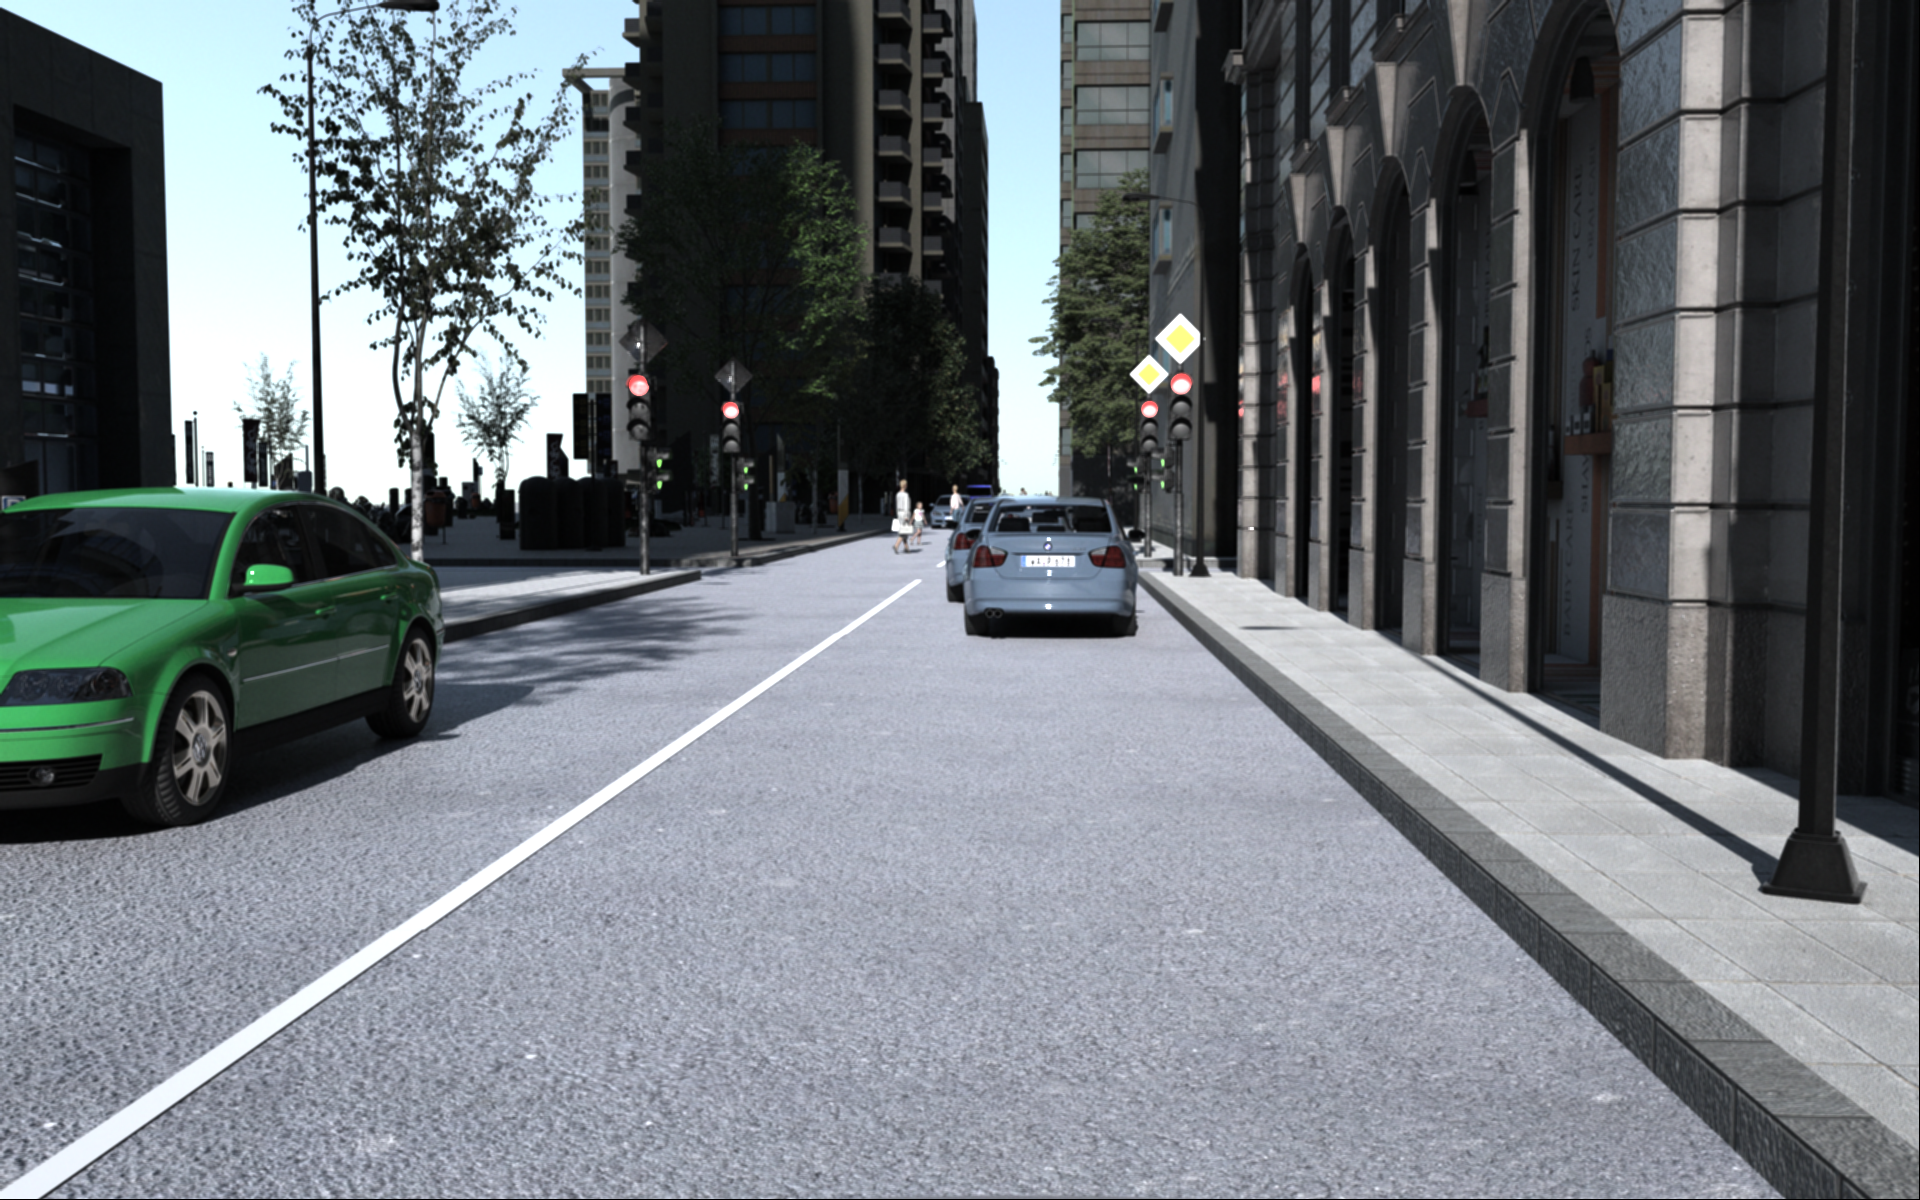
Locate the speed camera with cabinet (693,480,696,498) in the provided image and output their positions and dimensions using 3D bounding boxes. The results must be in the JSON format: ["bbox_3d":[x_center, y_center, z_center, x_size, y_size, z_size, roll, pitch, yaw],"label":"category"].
[{"bbox_3d":[-17.612,-7.135,110.991,2.038,3.252,0.660,0,4,-8],"label":"speed camera with cabinet"}]

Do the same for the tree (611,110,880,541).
[{"bbox_3d":[-5.834,-7.462,47.766,9.928,11.665,9.643,0,3,0],"label":"tree"}]

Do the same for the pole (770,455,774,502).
[{"bbox_3d":[-9.936,-5.970,91.447,0.158,3.312,0.155,0,3,0],"label":"pole"}]

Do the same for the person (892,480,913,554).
[{"bbox_3d":[-1.406,-2.006,41.658,0.624,1.780,0.694,-1,4,-23],"label":"person"}]

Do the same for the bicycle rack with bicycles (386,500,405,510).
[{"bbox_3d":[-32.052,-5.449,102.473,2.925,0.926,2.852,1,4,16],"label":"bicycle rack with bicycles"}]

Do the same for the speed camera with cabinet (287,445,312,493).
[{"bbox_3d":[-26.743,-4.631,70.055,0.660,3.252,2.038,-2,4,-33],"label":"speed camera with cabinet"}]

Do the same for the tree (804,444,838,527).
[{"bbox_3d":[-5.227,-4.429,67.021,1.663,3.219,1.824,0,3,0],"label":"tree"}]

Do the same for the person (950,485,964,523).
[{"bbox_3d":[0.012,-3.013,58.437,0.598,1.740,0.731,1,4,18],"label":"person"}]

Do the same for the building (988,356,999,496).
[{"bbox_3d":[-8.973,-23.685,232.295,27.650,21.520,28.899,0,4,3],"label":"building"}]

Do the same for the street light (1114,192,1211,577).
[{"bbox_3d":[3.193,-3.319,26.807,1.470,5.913,1.316,0,4,3],"label":"street light"}]

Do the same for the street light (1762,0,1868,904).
[{"bbox_3d":[2.221,-2.013,5.449,1.470,5.913,1.316,0,4,3],"label":"street light"}]

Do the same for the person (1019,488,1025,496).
[{"bbox_3d":[3.671,-5.778,103.236,0.850,1.792,0.678,1,4,10],"label":"person"}]

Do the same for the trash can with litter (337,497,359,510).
[{"bbox_3d":[-17.787,-2.410,50.458,1.678,1.210,2.233,0,4,-4],"label":"trash can with litter"}]

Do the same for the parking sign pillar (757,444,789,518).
[{"bbox_3d":[-10.232,-6.359,92.449,1.447,3.967,1.447,1,4,19],"label":"parking sign pillar"}]

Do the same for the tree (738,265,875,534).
[{"bbox_3d":[-4.872,-6.409,55.143,4.737,8.622,4.395,0,3,0],"label":"tree"}]

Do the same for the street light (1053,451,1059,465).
[{"bbox_3d":[11.061,-13.060,186.074,1.470,5.913,1.316,0,4,3],"label":"street light"}]

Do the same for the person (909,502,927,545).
[{"bbox_3d":[-1.165,-2.160,48.824,0.505,1.210,0.382,-3,5,-44],"label":"person"}]

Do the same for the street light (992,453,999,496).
[{"bbox_3d":[3.316,-13.608,195.030,1.470,5.913,1.316,0,4,3],"label":"street light"}]

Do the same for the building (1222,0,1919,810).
[{"bbox_3d":[9.606,-10.561,14.480,13.314,21.916,24.055,0,4,3],"label":"building"}]

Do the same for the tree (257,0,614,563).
[{"bbox_3d":[-6.727,-4.381,21.997,4.360,8.622,3.978,0,3,0],"label":"tree"}]

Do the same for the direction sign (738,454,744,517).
[{"bbox_3d":[-12.286,-6.426,97.070,0.379,3.537,0.876,-2,4,-23],"label":"direction sign"}]

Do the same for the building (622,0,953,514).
[{"bbox_3d":[-11.924,-28.763,124.906,22.147,44.769,28.867,0,4,3],"label":"building"}]

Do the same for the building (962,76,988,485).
[{"bbox_3d":[-7.652,-35.593,205.648,21.300,48.544,21.600,0,4,3],"label":"building"}]

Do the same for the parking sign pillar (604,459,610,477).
[{"bbox_3d":[-22.670,-7.488,110.904,1.447,3.967,1.447,0,4,-3],"label":"parking sign pillar"}]

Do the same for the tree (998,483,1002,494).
[{"bbox_3d":[5.731,-16.797,269.232,1.663,3.219,1.824,0,3,0],"label":"tree"}]

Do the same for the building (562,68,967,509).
[{"bbox_3d":[-15.715,-28.120,151.640,32.217,40.220,23.993,0,4,3],"label":"building"}]

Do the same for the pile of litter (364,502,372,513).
[{"bbox_3d":[-32.994,-5.009,95.855,1.176,0.858,1.719,-2,4,-25],"label":"pile of litter"}]

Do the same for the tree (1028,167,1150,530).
[{"bbox_3d":[6.124,-8.739,61.005,7.486,12.596,7.792,0,3,0],"label":"tree"}]

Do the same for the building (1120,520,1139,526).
[{"bbox_3d":[11.905,-23.974,75.566,14.154,41.232,14.086,0,4,3],"label":"building"}]

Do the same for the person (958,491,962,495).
[{"bbox_3d":[-0.017,-6.043,109.105,0.330,1.601,0.589,0,4,7],"label":"person"}]

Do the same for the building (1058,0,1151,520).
[{"bbox_3d":[12.918,-25.612,102.353,14.154,41.232,14.086,0,4,3],"label":"building"}]

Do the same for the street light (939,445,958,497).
[{"bbox_3d":[-0.750,-8.561,112.521,1.470,5.913,1.316,0,4,3],"label":"street light"}]

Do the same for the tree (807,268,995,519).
[{"bbox_3d":[-2.995,-10.462,88.067,9.611,12.733,9.660,0,3,0],"label":"tree"}]

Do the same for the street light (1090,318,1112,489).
[{"bbox_3d":[4.124,-4.481,45.807,1.470,5.913,1.316,0,4,3],"label":"street light"}]

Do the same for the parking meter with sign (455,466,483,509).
[{"bbox_3d":[-31.147,-6.938,109.698,1.738,3.016,0.543,1,4,12],"label":"parking meter with sign"}]

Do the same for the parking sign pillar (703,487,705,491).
[{"bbox_3d":[-13.089,-5.730,82.165,1.447,3.967,1.447,0,4,7],"label":"parking sign pillar"}]

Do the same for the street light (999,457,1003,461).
[{"bbox_3d":[4.271,-14.908,216.282,1.470,5.913,1.316,0,4,3],"label":"street light"}]

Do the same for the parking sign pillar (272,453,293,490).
[{"bbox_3d":[-43.808,-7.557,112.030,1.447,3.967,1.447,2,4,32],"label":"parking sign pillar"}]

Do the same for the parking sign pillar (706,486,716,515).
[{"bbox_3d":[-15.570,-7.135,105.135,1.447,3.967,1.447,1,4,17],"label":"parking sign pillar"}]

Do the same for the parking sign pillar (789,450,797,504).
[{"bbox_3d":[-10.116,-6.999,102.912,1.447,3.967,1.447,-2,4,-27],"label":"parking sign pillar"}]

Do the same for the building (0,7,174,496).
[{"bbox_3d":[-28.490,-42.927,14.528,31.000,86.520,22.319,0,4,3],"label":"building"}]

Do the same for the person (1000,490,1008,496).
[{"bbox_3d":[4.079,-9.181,158.595,1.348,1.826,0.705,1,4,20],"label":"person"}]

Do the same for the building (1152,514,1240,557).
[{"bbox_3d":[15.721,-25.700,43.896,21.600,48.544,21.300,0,4,3],"label":"building"}]

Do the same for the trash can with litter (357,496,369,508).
[{"bbox_3d":[-35.329,-5.598,102.912,0.624,1.170,1.055,1,4,23],"label":"trash can with litter"}]

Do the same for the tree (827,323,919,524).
[{"bbox_3d":[-4.140,-7.595,74.545,4.360,8.622,3.978,0,3,0],"label":"tree"}]

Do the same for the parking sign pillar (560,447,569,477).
[{"bbox_3d":[-20.712,-6.183,89.557,1.447,3.967,1.447,-3,5,-39],"label":"parking sign pillar"}]

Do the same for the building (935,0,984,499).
[{"bbox_3d":[-5.675,-49.976,255.357,20.563,71.187,20.611,0,4,3],"label":"building"}]

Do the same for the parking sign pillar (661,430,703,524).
[{"bbox_3d":[-12.029,-5.213,73.711,1.447,3.967,1.447,1,4,13],"label":"parking sign pillar"}]

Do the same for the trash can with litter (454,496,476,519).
[{"bbox_3d":[-25.644,-4.795,89.786,0.624,1.170,1.055,3,5,40],"label":"trash can with litter"}]

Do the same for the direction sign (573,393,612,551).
[{"bbox_3d":[-8.261,-2.873,38.976,0.876,3.537,0.379,0,4,5],"label":"direction sign"}]

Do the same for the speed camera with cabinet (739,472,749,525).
[{"bbox_3d":[-8.726,-4.771,72.344,0.660,3.252,2.038,0,4,8],"label":"speed camera with cabinet"}]

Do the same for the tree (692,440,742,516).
[{"bbox_3d":[-14.163,-7.153,100.668,4.285,4.588,4.351,0,3,0],"label":"tree"}]

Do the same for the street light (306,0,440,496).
[{"bbox_3d":[-5.551,-2.679,16.338,1.470,5.913,1.316,0,4,3],"label":"street light"}]

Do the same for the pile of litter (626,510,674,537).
[{"bbox_3d":[-9.491,-2.334,52.123,1.719,0.858,1.176,0,4,-3],"label":"pile of litter"}]

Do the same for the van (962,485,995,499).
[{"bbox_3d":[1.289,-6.881,116.895,2.240,2.365,5.245,0,4,2],"label":"van"}]

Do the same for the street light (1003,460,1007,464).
[{"bbox_3d":[5.385,-16.205,237.493,1.470,5.913,1.316,0,4,3],"label":"street light"}]
